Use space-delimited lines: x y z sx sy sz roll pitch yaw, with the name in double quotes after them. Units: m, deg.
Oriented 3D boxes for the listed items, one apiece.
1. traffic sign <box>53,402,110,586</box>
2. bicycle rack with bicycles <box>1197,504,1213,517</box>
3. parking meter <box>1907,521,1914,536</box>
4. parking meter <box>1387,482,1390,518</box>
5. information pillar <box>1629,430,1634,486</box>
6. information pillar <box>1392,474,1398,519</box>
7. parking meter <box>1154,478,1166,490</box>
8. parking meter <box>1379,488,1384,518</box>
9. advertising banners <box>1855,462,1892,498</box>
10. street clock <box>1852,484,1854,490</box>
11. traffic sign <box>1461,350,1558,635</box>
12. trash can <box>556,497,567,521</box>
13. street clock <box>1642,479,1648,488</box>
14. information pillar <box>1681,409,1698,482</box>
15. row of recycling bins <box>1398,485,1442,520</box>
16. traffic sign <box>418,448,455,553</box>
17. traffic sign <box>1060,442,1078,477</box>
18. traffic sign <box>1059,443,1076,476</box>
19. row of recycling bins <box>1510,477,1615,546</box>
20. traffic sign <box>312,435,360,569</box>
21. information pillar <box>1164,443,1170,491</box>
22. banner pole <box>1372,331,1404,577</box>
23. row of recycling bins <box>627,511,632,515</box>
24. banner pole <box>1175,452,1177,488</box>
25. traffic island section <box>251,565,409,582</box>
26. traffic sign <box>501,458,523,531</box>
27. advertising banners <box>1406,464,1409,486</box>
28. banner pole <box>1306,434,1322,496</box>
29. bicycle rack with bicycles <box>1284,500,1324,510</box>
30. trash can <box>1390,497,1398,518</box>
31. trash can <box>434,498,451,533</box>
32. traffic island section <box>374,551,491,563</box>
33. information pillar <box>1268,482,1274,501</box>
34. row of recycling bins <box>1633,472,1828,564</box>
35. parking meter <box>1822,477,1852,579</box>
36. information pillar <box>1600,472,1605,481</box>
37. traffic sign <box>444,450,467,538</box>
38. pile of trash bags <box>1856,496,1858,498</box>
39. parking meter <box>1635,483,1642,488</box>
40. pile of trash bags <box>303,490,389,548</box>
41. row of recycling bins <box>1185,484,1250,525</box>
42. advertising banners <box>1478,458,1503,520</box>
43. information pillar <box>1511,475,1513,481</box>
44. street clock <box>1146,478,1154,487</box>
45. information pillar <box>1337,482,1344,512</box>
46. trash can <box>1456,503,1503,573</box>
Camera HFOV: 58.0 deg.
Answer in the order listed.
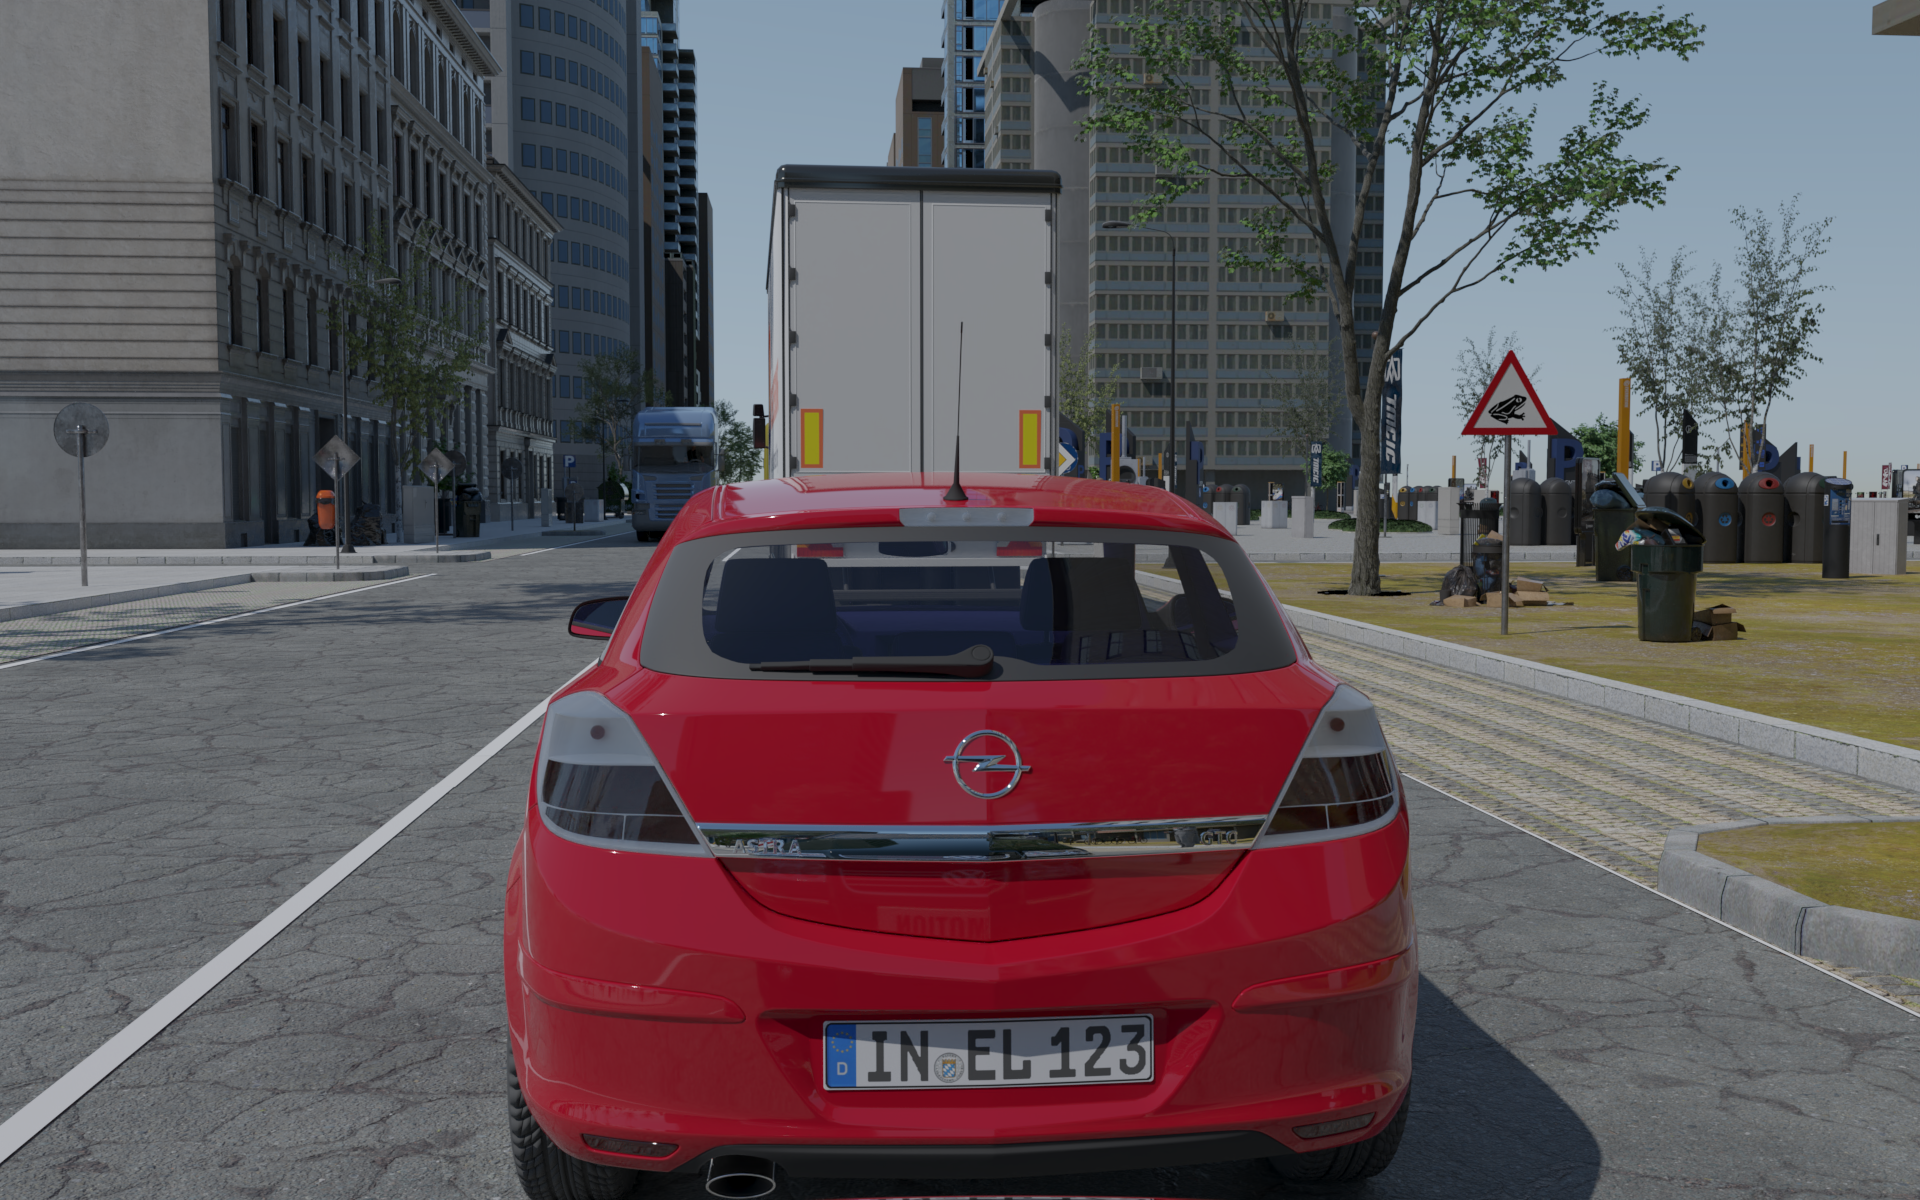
-12.185 -1.464 24.035 0.768 2.556 0.104 0 4 -1 "traffic sign"
7.617 -2.898 60.768 2.852 0.926 2.925 -1 4 -17 "bicycle rack with bicycles"
29.020 -2.889 52.939 0.399 1.863 0.255 0 3 0 "parking meter"
21.204 -4.914 86.049 0.255 1.863 0.399 2 4 25 "parking meter"
21.703 -3.979 56.411 0.183 3.616 0.504 -2 4 -26 "information pillar"
19.933 -5.381 79.336 0.183 3.616 0.504 0 4 -7 "information pillar"
7.326 -3.532 63.458 0.399 1.863 0.255 -2 4 -26 "parking meter"
16.346 -3.595 67.183 0.372 1.533 0.369 0 3 0 "parking meter"
54.955 -6.611 104.275 0.090 3.025 2.074 -2 4 -34 "advertising banners"
59.551 -6.812 115.949 0.358 2.002 0.471 -1 4 -11 "street clock"
4.963 -0.961 15.713 0.884 2.594 0.081 0 4 -2 "traffic sign"
-19.178 -4.412 83.787 0.748 1.137 0.748 0 3 0 "trash can"
33.360 -4.877 84.316 0.358 2.002 0.471 2 4 32 "street clock"
20.022 -3.439 47.579 0.504 3.616 0.183 -1 4 -21 "information pillar"
22.485 -4.719 84.271 1.069 1.692 3.534 -1 4 -17 "row of recycling bins"
-11.311 -2.067 37.434 0.795 2.450 0.064 0 4 -5 "traffic sign"
2.527 -2.612 42.805 0.768 2.556 0.104 0 4 -2 "traffic sign"
1.642 -1.645 30.541 0.795 2.450 0.064 0 4 -5 "traffic sign"
15.299 -2.226 43.509 3.534 1.692 1.069 -1 4 -19 "row of recycling bins"
-10.606 -1.580 29.480 0.795 2.450 0.064 0 4 -5 "traffic sign"
9.482 -5.376 79.246 0.183 3.616 0.504 -2 4 -25 "information pillar"
6.496 -2.234 26.535 0.401 3.779 0.863 -2 4 -25 "banner pole"
-20.293 -6.215 108.728 1.069 1.692 3.534 -1 4 -16 "row of recycling bins"
11.319 -6.198 91.349 0.401 3.779 0.863 -1 4 -10 "banner pole"
-10.629 -0.444 29.540 2.009 0.180 2.903 0 4 -5 "traffic island section"
-15.638 -3.690 60.444 0.768 2.556 0.104 0 4 0 "traffic sign"
25.733 -6.363 100.219 0.090 3.025 2.074 2 4 26 "advertising banners"
14.694 -5.031 72.268 0.863 3.779 0.401 2 4 24 "banner pole"
20.366 -5.610 105.111 2.852 0.926 2.925 -1 4 -18 "bicycle rack with bicycles"
22.254 -4.732 89.025 0.748 1.137 0.748 0 3 0 "trash can"
-17.028 -2.755 56.695 0.748 1.137 0.748 0 3 0 "trash can"
-11.334 -0.930 37.494 2.009 0.180 2.903 0 4 -5 "traffic island section"
19.489 -6.360 108.485 0.304 2.012 0.304 0 4 -3 "information pillar"
14.394 -1.529 32.115 3.534 1.692 1.069 0 4 -6 "row of recycling bins"
13.339 -1.097 26.342 0.372 1.533 0.369 0 3 0 "parking meter"
21.160 -3.238 57.440 0.304 2.012 0.304 -1 4 -11 "information pillar"
-14.683 -3.066 50.233 0.768 2.556 0.104 0 4 5 "traffic sign"
34.219 -3.404 65.416 3.447 1.369 1.912 0 4 -5 "pile of trash bags"
37.027 -5.427 94.440 0.399 1.863 0.255 2 4 26 "parking meter"
-15.303 -2.021 42.801 1.912 1.369 3.447 0 4 -8 "pile of trash bags"
10.815 -4.010 72.678 1.069 1.692 3.534 -3 4 -36 "row of recycling bins"
25.570 -5.292 82.707 0.090 3.025 2.074 -3 4 -37 "advertising banners"
21.584 -3.869 67.752 0.304 2.012 0.304 0 4 6 "information pillar"
8.672 -4.528 78.599 0.471 2.002 0.358 -2 4 -31 "street clock"
23.151 -6.167 105.317 0.304 2.012 0.304 -3 4 -39 "information pillar"
8.467 -1.014 28.234 0.748 1.137 0.748 0 3 0 "trash can"
